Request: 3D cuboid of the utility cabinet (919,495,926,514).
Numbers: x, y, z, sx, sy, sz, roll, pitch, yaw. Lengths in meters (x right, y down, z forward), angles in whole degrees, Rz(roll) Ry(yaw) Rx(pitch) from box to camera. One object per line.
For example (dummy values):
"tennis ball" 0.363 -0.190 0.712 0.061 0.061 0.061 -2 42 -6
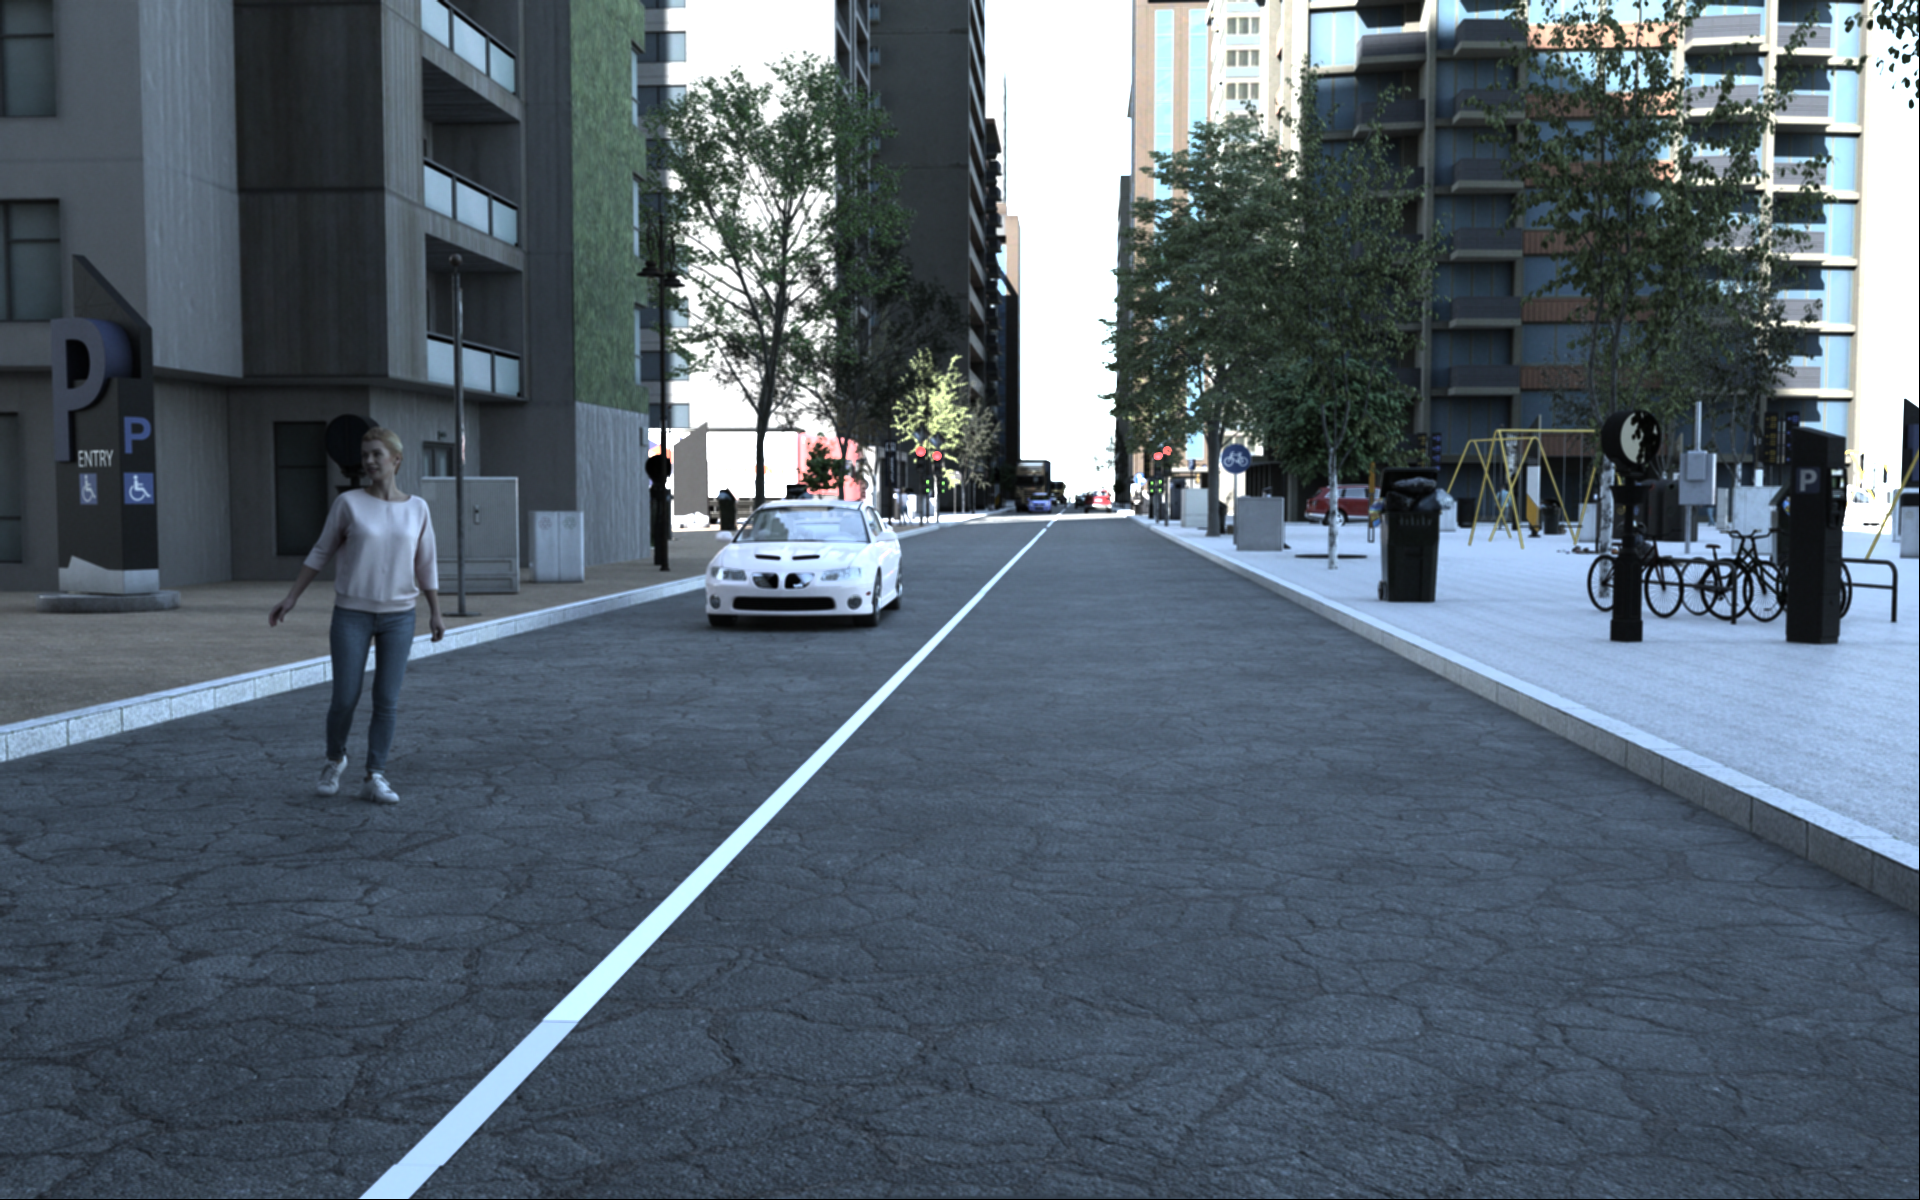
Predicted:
"utility cabinet" -2.733 -6.186 112.298 1.020 1.237 0.306 0 4 -3

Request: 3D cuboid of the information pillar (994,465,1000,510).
"information pillar" 3.010 -9.130 140.622 0.504 3.616 0.183 3 5 45

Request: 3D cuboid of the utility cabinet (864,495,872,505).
"utility cabinet" -4.937 -4.663 87.395 1.020 1.237 0.306 -3 4 -37

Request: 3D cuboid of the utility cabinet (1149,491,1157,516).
"utility cabinet" 11.367 -5.685 101.635 0.318 1.500 1.173 0 4 -8

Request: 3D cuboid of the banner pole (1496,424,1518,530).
"banner pole" 19.549 -4.397 61.905 0.863 3.779 0.401 3 5 44

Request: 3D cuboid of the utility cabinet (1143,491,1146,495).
"utility cabinet" 12.651 -6.853 120.722 0.318 1.500 1.173 -3 5 -39

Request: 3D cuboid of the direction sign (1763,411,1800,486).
"direction sign" 22.584 -3.406 47.685 0.876 3.537 0.379 2 4 28

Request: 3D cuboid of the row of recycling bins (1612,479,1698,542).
"row of recycling bins" 19.300 -2.506 48.080 1.069 1.692 3.534 0 4 -8

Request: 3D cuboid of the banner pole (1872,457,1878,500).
"banner pole" 61.567 -7.741 116.589 0.401 3.779 0.863 0 4 8

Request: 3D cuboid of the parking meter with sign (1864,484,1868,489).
"parking meter with sign" 68.498 -8.270 131.471 0.543 3.016 1.738 -3 4 -37

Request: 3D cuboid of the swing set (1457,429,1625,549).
"swing set" 14.220 -2.715 42.005 3.119 2.851 2.862 -1 4 -9

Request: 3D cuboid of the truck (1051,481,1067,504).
"truck" 13.863 -15.622 251.341 3.469 3.379 9.791 0 4 5

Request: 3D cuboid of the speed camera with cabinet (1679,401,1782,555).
"speed camera with cabinet" 16.440 -2.601 36.858 2.038 3.252 0.660 2 4 29

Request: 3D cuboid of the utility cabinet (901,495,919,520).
"utility cabinet" -2.619 -4.613 86.584 0.306 1.237 1.020 -3 4 -37

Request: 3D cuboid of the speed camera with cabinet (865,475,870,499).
"speed camera with cabinet" -5.292 -5.367 82.090 2.038 3.252 0.660 -2 4 -25

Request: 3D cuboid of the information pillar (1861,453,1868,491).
"information pillar" 49.542 -6.361 95.364 0.504 3.616 0.183 0 4 -7

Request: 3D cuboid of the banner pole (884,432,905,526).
"banner pole" -2.642 -4.896 70.059 0.863 3.779 0.401 0 4 3

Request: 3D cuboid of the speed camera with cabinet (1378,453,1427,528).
"speed camera with cabinet" 16.910 -4.362 65.659 2.038 3.252 0.660 3 5 43

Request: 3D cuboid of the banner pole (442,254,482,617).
"banner pole" -5.297 -1.735 18.381 0.401 3.779 0.863 -1 4 -11

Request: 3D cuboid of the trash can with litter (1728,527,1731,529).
"trash can with litter" 28.734 -3.255 64.279 2.233 1.210 1.678 -3 4 -38

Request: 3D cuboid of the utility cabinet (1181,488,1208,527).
"utility cabinet" 9.061 -3.550 66.719 1.173 1.500 0.318 -2 4 -30

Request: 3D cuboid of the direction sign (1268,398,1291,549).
"direction sign" 7.574 -2.968 40.529 0.379 3.537 0.876 -3 5 -43

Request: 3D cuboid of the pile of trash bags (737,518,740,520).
"pile of trash bags" -12.482 -4.619 85.275 3.447 1.369 1.912 1 4 9

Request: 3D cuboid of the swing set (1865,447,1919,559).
"swing set" 18.779 -2.093 31.839 3.119 2.851 2.862 -2 4 -32

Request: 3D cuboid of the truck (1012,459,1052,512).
"truck" 6.005 -9.347 141.733 2.839 4.237 11.283 0 4 6

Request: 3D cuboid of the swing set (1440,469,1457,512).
"swing set" 15.166 -3.127 48.746 2.862 2.851 3.119 -1 4 -19

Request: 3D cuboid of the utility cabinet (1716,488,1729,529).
"utility cabinet" 27.435 -3.279 62.293 0.318 1.500 1.173 2 4 28

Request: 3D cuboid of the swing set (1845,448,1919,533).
"swing set" 33.270 -4.048 63.798 3.119 2.851 2.862 -3 5 -43

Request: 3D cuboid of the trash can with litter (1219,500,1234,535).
"trash can with litter" 8.467 -2.683 55.254 1.055 1.170 0.624 2 4 34

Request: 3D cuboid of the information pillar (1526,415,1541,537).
"information pillar" 17.041 -3.675 51.436 0.183 3.616 0.504 -1 4 -22

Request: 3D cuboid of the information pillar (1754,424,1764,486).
"information pillar" 26.946 -4.103 58.440 0.504 3.616 0.183 -3 5 -44

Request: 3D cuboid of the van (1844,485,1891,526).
"van" 36.469 -3.927 71.218 4.112 2.044 2.013 0 4 4

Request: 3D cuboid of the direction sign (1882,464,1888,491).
"direction sign" 69.317 -8.429 129.811 0.876 3.537 0.379 -3 5 -40

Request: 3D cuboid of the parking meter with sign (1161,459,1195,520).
"parking meter with sign" 10.756 -5.479 85.847 1.738 3.016 0.543 -1 4 -22

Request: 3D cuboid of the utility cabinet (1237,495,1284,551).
"utility cabinet" 6.787 -1.712 39.145 1.020 1.237 0.306 1 4 17

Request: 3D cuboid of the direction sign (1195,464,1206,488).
"direction sign" 18.325 -8.553 131.830 0.876 3.537 0.379 2 4 29

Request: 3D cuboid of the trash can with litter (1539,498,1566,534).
"trash can with litter" 18.833 -2.668 55.001 0.624 1.170 1.055 3 5 41

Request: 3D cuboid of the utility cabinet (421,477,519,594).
"utility cabinet" -6.260 -0.824 22.150 1.173 1.500 0.318 -1 4 -11

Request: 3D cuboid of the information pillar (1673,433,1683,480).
"information pillar" 27.673 -4.614 66.786 0.183 3.616 0.504 -1 4 -8

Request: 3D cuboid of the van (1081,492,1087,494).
"van" 21.087 -17.483 292.864 2.013 2.044 4.112 0 4 4

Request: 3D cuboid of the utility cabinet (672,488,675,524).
"utility cabinet" -10.925 -3.633 68.075 0.318 1.500 1.173 1 4 18

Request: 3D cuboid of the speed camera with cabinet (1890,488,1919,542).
"speed camera with cabinet" 26.018 -3.168 46.132 2.038 3.252 0.660 1 4 22

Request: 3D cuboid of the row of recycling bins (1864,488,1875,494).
"row of recycling bins" 62.855 -7.087 122.984 3.534 1.692 1.069 2 4 25

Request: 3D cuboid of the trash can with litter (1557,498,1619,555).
"trash can with litter" 13.798 -1.614 37.448 1.678 1.210 2.233 -1 4 -13

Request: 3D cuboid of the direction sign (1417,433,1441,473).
"direction sign" 17.328 -4.408 64.060 0.876 3.537 0.379 0 4 3

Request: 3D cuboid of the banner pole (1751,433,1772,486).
"banner pole" 28.791 -4.405 62.036 0.863 3.779 0.401 0 4 6

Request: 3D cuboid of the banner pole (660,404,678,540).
"banner pole" -8.212 -3.574 48.456 0.401 3.779 0.863 -2 4 -35

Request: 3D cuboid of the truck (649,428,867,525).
"truck" -9.039 -5.223 74.311 11.283 4.237 2.839 0 4 3

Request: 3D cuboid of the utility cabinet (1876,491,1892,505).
"utility cabinet" 65.958 -7.047 123.895 1.173 1.500 0.318 3 5 42

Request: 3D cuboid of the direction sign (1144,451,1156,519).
"direction sign" 10.034 -6.030 90.579 0.876 3.537 0.379 -1 4 -10

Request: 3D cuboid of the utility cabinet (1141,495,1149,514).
"utility cabinet" 11.547 -5.982 108.973 1.020 1.237 0.306 -2 4 -28

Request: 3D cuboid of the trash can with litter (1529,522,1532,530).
"trash can with litter" 20.509 -3.064 61.490 0.624 1.170 1.055 1 4 16

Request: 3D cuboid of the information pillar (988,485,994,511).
"information pillar" 2.367 -8.093 136.810 0.304 2.012 0.304 0 4 2
